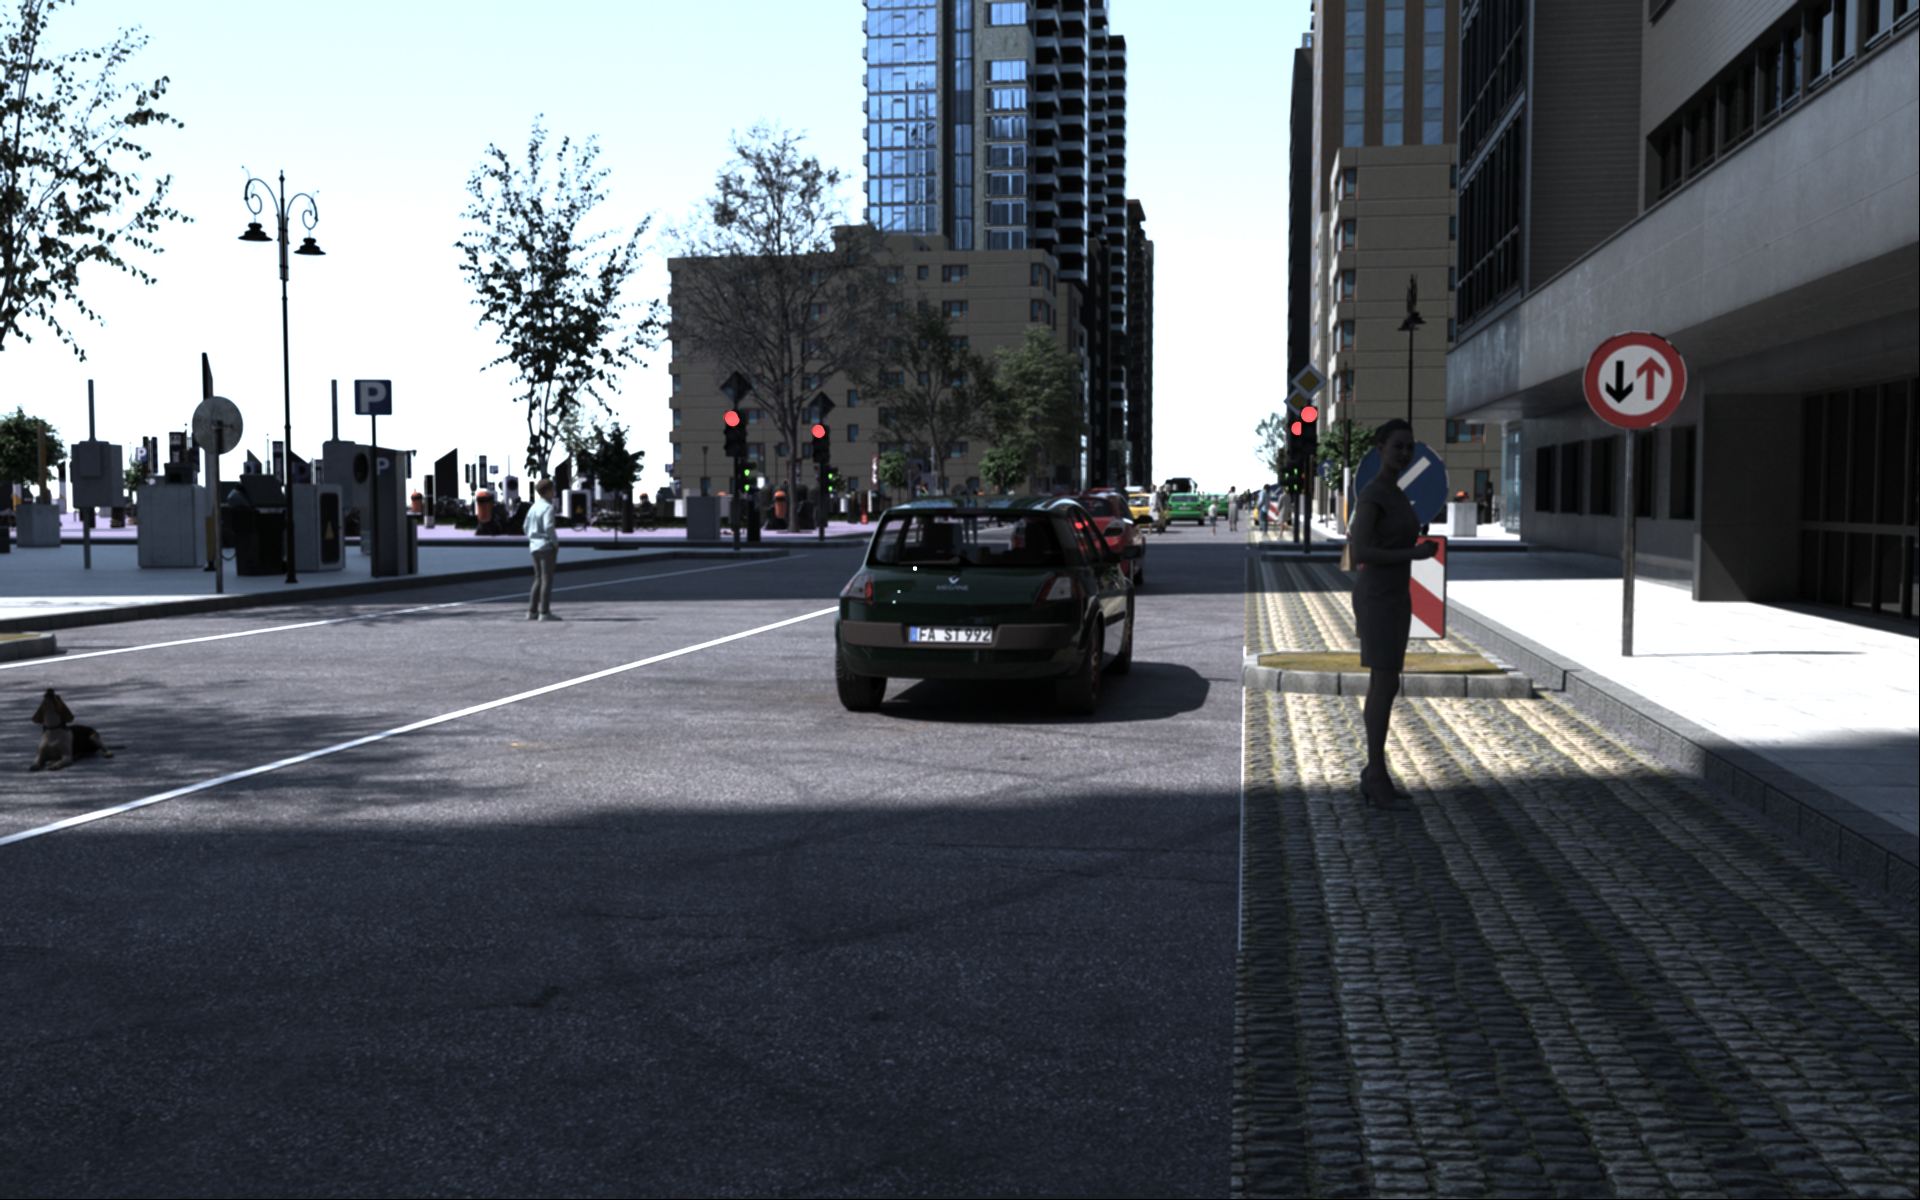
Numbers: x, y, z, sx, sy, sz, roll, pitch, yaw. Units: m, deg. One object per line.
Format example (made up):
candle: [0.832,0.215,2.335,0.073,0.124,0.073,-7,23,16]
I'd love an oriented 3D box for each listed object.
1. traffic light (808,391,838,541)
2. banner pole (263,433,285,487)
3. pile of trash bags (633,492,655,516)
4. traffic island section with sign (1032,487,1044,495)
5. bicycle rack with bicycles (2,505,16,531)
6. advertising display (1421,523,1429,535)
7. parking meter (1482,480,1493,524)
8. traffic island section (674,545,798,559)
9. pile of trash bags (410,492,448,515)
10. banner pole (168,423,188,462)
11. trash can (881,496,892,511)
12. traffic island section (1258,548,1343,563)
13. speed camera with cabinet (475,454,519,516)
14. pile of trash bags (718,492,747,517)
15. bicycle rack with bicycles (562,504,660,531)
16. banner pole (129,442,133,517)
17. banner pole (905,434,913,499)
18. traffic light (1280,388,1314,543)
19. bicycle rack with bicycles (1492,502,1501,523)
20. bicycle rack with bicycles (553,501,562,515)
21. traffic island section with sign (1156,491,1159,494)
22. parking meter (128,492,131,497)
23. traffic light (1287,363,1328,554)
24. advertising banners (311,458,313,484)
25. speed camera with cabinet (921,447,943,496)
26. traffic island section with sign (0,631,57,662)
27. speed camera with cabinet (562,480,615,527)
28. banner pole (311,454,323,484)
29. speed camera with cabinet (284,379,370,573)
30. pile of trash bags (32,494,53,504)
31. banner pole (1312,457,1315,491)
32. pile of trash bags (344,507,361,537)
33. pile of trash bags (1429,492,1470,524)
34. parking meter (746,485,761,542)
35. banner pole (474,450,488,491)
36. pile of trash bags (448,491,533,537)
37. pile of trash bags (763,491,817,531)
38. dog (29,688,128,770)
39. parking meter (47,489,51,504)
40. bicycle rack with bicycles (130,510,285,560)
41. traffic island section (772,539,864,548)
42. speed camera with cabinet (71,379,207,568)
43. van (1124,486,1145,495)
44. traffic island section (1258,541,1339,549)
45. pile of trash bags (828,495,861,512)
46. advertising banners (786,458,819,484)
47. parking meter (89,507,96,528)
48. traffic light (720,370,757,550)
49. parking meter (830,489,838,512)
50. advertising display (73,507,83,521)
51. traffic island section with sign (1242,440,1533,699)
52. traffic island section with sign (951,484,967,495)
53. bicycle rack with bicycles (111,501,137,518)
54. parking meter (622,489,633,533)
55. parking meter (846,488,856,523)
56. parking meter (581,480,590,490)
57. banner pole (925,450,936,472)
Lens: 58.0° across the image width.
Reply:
traffic light: [-3.763,-3.566,47.233,0.839,4.253,0.868,1,4,9]
banner pole: [-28.177,-4.965,71.198,0.863,3.779,0.401,-2,4,-31]
pile of trash bags: [-17.154,-5.073,92.695,1.912,1.369,3.447,0,4,-1]
traffic island section with sign: [4.354,-5.378,96.566,1.989,1.847,2.006,1,4,9]
bicycle rack with bicycles: [-31.653,-2.643,56.588,2.852,0.926,2.925,-1,4,-11]
advertising display: [8.751,-1.677,32.629,0.123,1.923,0.974,1,4,12]
parking meter: [22.697,-4.208,74.515,0.399,1.863,0.255,-1,4,-21]
traffic island section: [-5.106,-1.053,39.496,2.009,0.180,2.903,1,4,9]
pile of trash bags: [-23.668,-4.192,78.292,1.912,1.369,3.447,1,4,18]
banner pole: [-27.385,-4.334,60.871,0.863,3.779,0.401,0,4,2]
trash can: [-4.332,-5.535,102.144,0.748,1.137,0.748,0,3,0]
traffic island section: [7.513,-0.925,37.408,2.009,0.180,2.903,1,4,9]
speed camera with cabinet: [-22.793,-5.562,85.273,2.038,3.252,0.660,-2,4,-35]
pile of trash bags: [-11.914,-5.276,96.021,3.447,1.369,1.912,1,4,22]
bicycle rack with bicycles: [-11.752,-2.869,60.291,2.925,0.926,2.852,1,4,16]
banner pole: [-39.408,-5.650,82.398,0.401,3.779,0.863,-2,4,-28]
banner pole: [-2.103,-5.012,71.958,0.401,3.779,0.863,1,4,20]
traffic light: [8.781,-3.441,45.178,0.839,4.253,0.868,1,4,9]
bicycle rack with bicycles: [24.504,-3.848,76.294,2.925,0.926,2.852,-2,4,-33]
bicycle rack with bicycles: [-21.060,-4.899,93.473,2.852,0.926,2.925,0,4,2]
traffic island section with sign: [26.040,-13.385,227.475,1.989,1.847,2.006,1,4,9]
parking meter: [-59.026,-7.190,123.269,0.255,1.863,0.399,-1,4,-17]
traffic light: [7.475,-2.959,37.300,0.839,4.253,0.868,1,4,9]
advertising banners: [-31.734,-5.401,84.496,0.090,3.025,2.074,-1,4,-10]
speed camera with cabinet: [-1.177,-4.810,72.975,0.660,3.252,2.038,1,4,11]
traffic island section with sign: [-9.147,-0.398,15.127,1.989,1.847,2.006,1,4,9]
speed camera with cabinet: [-14.647,-4.532,68.435,2.038,3.252,0.660,-2,4,-35]
banner pole: [-40.287,-7.239,108.368,0.863,3.779,0.401,-2,4,-32]
speed camera with cabinet: [-10.645,-2.131,29.175,0.660,3.252,2.038,0,4,6]
pile of trash bags: [-62.689,-6.569,117.147,1.912,1.369,3.447,1,4,10]
banner pole: [23.862,-7.738,116.534,0.401,3.779,0.863,-3,4,-36]
pile of trash bags: [-19.441,-2.614,52.487,3.447,1.369,1.912,3,5,43]
pile of trash bags: [21.319,-4.073,76.345,3.447,1.369,1.912,-3,5,-40]
parking meter: [-5.565,-2.340,46.665,0.372,1.533,0.369,0,3,0]
banner pole: [-27.020,-6.577,97.554,0.863,3.779,0.401,-2,4,-24]
pile of trash bags: [-14.137,-2.676,53.511,1.912,1.369,3.447,0,4,5]
pile of trash bags: [-6.116,-3.163,61.470,1.912,1.369,3.447,0,4,3]
dog: [-4.738,0.663,9.348,0.550,0.427,0.748,3,4,36]
parking meter: [-42.537,-4.420,80.681,0.372,1.533,0.369,0,3,0]
bicycle rack with bicycles: [-13.595,-1.202,33.040,2.852,0.926,2.925,0,4,4]
traffic island section: [-3.801,-1.535,47.374,2.009,0.180,2.903,1,4,9]
speed camera with cabinet: [-14.261,-2.186,30.085,2.038,3.252,0.660,0,4,-5]
van: [9.140,-5.278,93.302,2.013,2.044,4.112,1,4,11]
traffic island section: [8.818,-1.407,45.286,2.009,0.180,2.903,1,4,9]
pile of trash bags: [-7.158,-5.473,99.235,3.447,1.369,1.912,3,5,41]
advertising banners: [-8.044,-5.733,89.930,2.074,3.025,0.090,1,4,13]
parking meter: [-32.654,-3.459,64.966,0.372,1.533,0.369,0,3,0]
traffic light: [-5.068,-3.085,39.355,0.839,4.253,0.868,1,4,9]
parking meter: [-6.231,-4.730,85.750,0.372,1.533,0.369,0,3,0]
advertising display: [-41.172,-4.655,81.318,0.974,1.923,0.123,0,4,5]
traffic island section with sign: [3.151,-0.273,13.088,1.989,1.847,2.006,1,4,9]
traffic island section with sign: [-0.049,-3.752,69.971,1.989,1.847,2.006,1,4,9]
bicycle rack with bicycles: [-43.569,-4.792,91.731,2.925,0.926,2.852,2,4,26]
parking meter: [-10.921,-2.964,56.869,0.372,1.533,0.369,0,3,0]
parking meter: [-4.788,-4.163,76.471,0.372,1.533,0.369,0,3,0]
parking meter: [-15.591,-4.059,72.073,0.399,1.863,0.255,-1,4,-14]
banner pole: [-1.774,-6.649,98.725,0.863,3.779,0.401,1,4,14]
